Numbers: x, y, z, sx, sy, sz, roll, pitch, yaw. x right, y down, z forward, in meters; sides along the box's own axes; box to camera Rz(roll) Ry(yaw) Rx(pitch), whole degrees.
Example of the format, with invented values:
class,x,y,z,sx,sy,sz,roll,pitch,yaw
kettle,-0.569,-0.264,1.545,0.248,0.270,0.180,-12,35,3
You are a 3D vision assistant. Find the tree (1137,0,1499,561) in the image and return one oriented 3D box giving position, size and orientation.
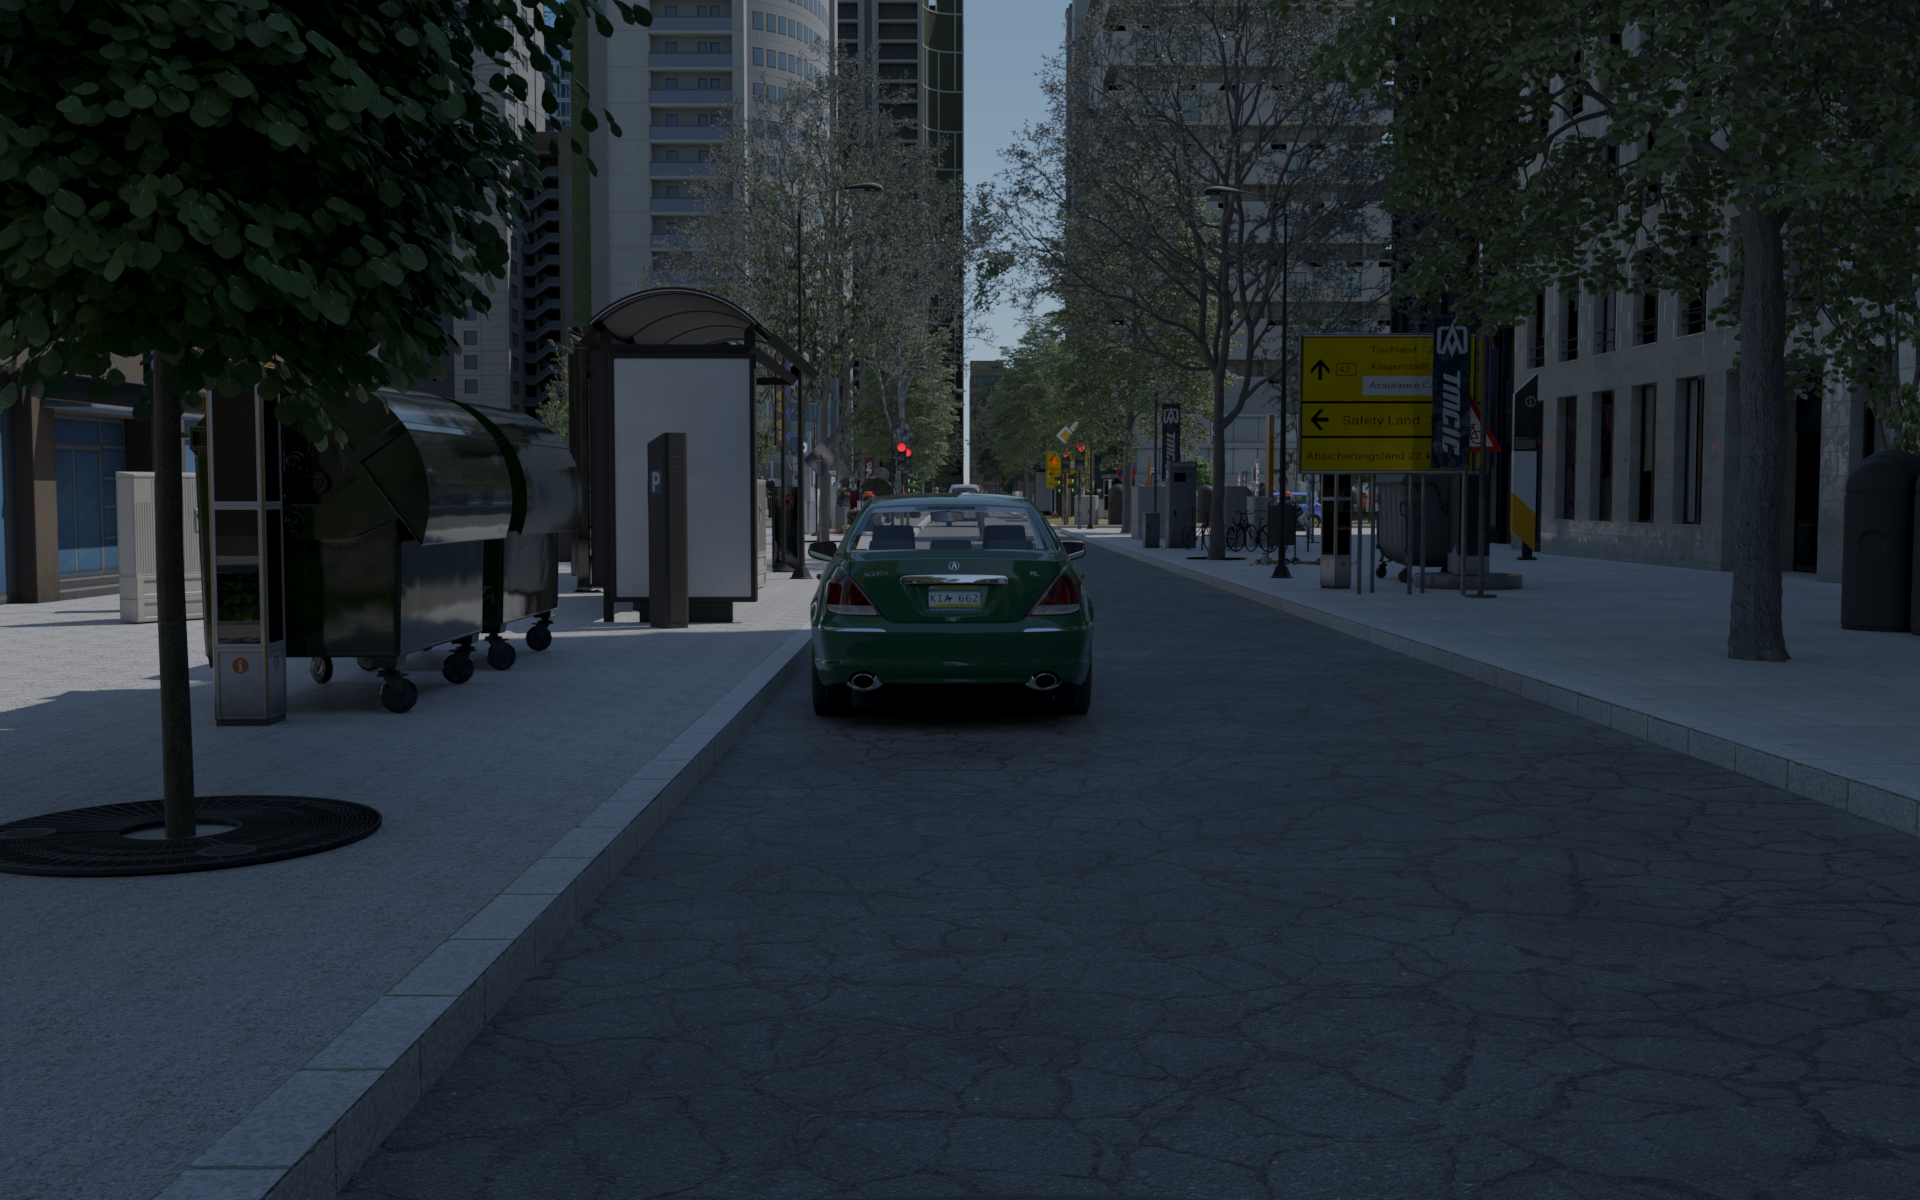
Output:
class,x,y,z,sx,sy,sz,roll,pitch,yaw
tree,5.148,-7.531,33.503,12.009,13.543,11.850,0,3,0

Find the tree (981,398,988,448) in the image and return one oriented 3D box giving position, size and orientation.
class,x,y,z,sx,sy,sz,roll,pitch,yaw
tree,5.301,-11.741,110.086,7.486,12.596,7.792,0,3,0

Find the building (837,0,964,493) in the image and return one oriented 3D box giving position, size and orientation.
class,x,y,z,sx,sy,sz,roll,pitch,yaw
building,-9.730,-49.450,246.755,20.611,71.187,20.563,0,4,0

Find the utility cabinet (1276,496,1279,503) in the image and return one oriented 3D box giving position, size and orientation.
class,x,y,z,sx,sy,sz,roll,pitch,yaw
utility cabinet,9.620,-2.619,53.979,0.306,1.237,1.020,3,5,42

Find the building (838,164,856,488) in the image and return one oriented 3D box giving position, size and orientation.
class,x,y,z,sx,sy,sz,roll,pitch,yaw
building,-24.153,-30.908,197.223,23.993,40.220,32.217,0,4,0

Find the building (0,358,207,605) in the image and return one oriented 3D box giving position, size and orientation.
class,x,y,z,sx,sy,sz,roll,pitch,yaw
building,-17.495,-22.705,21.345,14.600,45.320,14.200,0,4,0

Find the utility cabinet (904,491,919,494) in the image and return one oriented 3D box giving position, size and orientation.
class,x,y,z,sx,sy,sz,roll,pitch,yaw
utility cabinet,-3.530,-7.063,124.161,1.173,1.500,0.318,0,4,1

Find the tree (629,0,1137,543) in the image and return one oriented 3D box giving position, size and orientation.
class,x,y,z,sx,sy,sz,roll,pitch,yaw
tree,-3.513,-8.280,45.754,12.009,13.543,11.850,0,3,0

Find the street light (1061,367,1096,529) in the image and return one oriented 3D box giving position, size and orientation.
class,x,y,z,sx,sy,sz,roll,pitch,yaw
street light,4.261,-5.553,63.339,1.470,5.913,1.316,0,4,0

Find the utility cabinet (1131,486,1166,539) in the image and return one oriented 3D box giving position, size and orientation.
class,x,y,z,sx,sy,sz,roll,pitch,yaw
utility cabinet,5.382,-2.475,49.138,1.173,1.500,0.318,-3,4,-37

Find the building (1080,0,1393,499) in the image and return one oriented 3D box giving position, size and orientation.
class,x,y,z,sx,sy,sz,roll,pitch,yaw
building,27.127,-35.634,171.848,28.713,52.752,27.495,0,4,0

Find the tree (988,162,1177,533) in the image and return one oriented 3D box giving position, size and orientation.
class,x,y,z,sx,sy,sz,roll,pitch,yaw
tree,5.875,-8.497,57.055,7.486,12.596,7.792,0,3,0

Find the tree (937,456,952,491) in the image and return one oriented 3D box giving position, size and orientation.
class,x,y,z,sx,sy,sz,roll,pitch,yaw
tree,-3.140,-15.991,211.820,4.360,8.622,3.978,0,3,0

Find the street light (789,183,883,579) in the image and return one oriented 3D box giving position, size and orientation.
class,x,y,z,sx,sy,sz,roll,pitch,yaw
street light,-1.857,-3.270,26.007,1.470,5.913,1.316,0,4,0

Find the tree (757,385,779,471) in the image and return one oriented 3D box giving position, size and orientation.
class,x,y,z,sx,sy,sz,roll,pitch,yaw
tree,-13.289,-9.834,111.143,4.737,8.622,4.395,0,3,0

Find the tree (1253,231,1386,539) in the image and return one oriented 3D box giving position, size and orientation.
class,x,y,z,sx,sy,sz,roll,pitch,yaw
tree,10.043,-6.039,49.107,4.360,8.622,3.978,0,3,0

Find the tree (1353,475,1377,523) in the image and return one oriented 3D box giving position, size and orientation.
class,x,y,z,sx,sy,sz,roll,pitch,yaw
tree,18.024,-5.642,75.960,4.285,4.588,4.351,0,3,0

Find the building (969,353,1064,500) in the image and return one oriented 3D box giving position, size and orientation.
class,x,y,z,sx,sy,sz,roll,pitch,yaw
building,15.902,-24.864,251.569,28.899,21.520,27.650,0,4,0

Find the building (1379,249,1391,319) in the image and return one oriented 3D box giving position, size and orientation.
class,x,y,z,sx,sy,sz,roll,pitch,yaw
building,49.331,-26.699,208.225,14.107,30.474,14.160,0,4,0

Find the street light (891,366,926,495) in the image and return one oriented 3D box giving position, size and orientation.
class,x,y,z,sx,sy,sz,roll,pitch,yaw
street light,-1.917,-5.536,63.053,1.470,5.913,1.316,0,4,0

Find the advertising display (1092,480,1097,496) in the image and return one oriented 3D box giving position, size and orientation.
class,x,y,z,sx,sy,sz,roll,pitch,yaw
advertising display,6.190,-4.594,80.319,0.123,1.923,0.974,0,4,-7

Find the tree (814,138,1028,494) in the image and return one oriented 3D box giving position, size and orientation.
class,x,y,z,sx,sy,sz,roll,pitch,yaw
tree,-2.421,-14.333,90.231,12.611,20.169,13.585,0,3,0

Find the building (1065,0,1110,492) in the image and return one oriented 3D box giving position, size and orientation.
class,x,y,z,sx,sy,sz,roll,pitch,yaw
building,22.623,-40.211,199.455,21.231,58.520,28.212,0,4,0

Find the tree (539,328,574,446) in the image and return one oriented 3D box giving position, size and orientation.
class,x,y,z,sx,sy,sz,roll,pitch,yaw
tree,-16.302,-7.710,76.420,4.737,8.622,4.395,0,3,0

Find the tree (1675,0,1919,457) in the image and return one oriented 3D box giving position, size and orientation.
class,x,y,z,sx,sy,sz,roll,pitch,yaw
tree,10.542,-4.252,19.880,4.737,8.622,4.395,0,3,0

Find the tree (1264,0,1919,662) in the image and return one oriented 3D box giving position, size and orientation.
class,x,y,z,sx,sy,sz,roll,pitch,yaw
tree,5.798,-5.805,13.034,7.486,12.596,7.792,0,3,0

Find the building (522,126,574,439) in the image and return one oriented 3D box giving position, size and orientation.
class,x,y,z,sx,sy,sz,roll,pitch,yaw
building,-43.289,-34.028,206.463,14.200,45.320,14.600,0,4,0

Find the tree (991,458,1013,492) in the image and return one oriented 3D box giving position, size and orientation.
class,x,y,z,sx,sy,sz,roll,pitch,yaw
tree,5.067,-15.483,203.511,4.360,8.622,3.978,0,3,0

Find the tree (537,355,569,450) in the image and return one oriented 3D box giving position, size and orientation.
class,x,y,z,sx,sy,sz,roll,pitch,yaw
tree,-20.015,-8.598,90.947,4.360,8.622,3.978,0,3,0

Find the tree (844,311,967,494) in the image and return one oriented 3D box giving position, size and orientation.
class,x,y,z,sx,sy,sz,roll,pitch,yaw
tree,-3.346,-11.447,105.281,7.486,12.596,7.792,0,3,0

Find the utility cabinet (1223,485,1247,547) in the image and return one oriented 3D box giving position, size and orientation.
class,x,y,z,sx,sy,sz,roll,pitch,yaw
utility cabinet,6.598,-2.039,42.015,0.318,1.500,1.173,2,4,33

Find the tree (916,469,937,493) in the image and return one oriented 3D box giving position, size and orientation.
class,x,y,z,sx,sy,sz,roll,pitch,yaw
tree,-3.755,-10.977,163.190,4.285,4.588,4.351,0,3,0

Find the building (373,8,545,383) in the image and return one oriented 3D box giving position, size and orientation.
class,x,y,z,sx,sy,sz,roll,pitch,yaw
building,-60.683,-46.772,202.971,20.611,71.187,20.563,0,4,0

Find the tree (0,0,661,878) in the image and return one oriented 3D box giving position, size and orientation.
class,x,y,z,sx,sy,sz,roll,pitch,yaw
tree,-2.842,-1.387,6.384,4.285,4.588,4.351,0,3,0

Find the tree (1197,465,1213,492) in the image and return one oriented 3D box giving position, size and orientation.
class,x,y,z,sx,sy,sz,roll,pitch,yaw
tree,16.601,-7.517,117.497,1.663,3.219,1.824,0,3,0

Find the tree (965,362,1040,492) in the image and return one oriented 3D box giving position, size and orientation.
class,x,y,z,sx,sy,sz,roll,pitch,yaw
tree,5.347,-15.805,165.060,9.857,13.997,8.962,0,3,0

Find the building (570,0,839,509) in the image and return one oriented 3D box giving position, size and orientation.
class,x,y,z,sx,sy,sz,roll,pitch,yaw
building,-22.629,-37.767,159.492,21.231,58.520,28.212,0,4,0

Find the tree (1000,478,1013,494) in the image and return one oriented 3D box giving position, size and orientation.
class,x,y,z,sx,sy,sz,roll,pitch,yaw
tree,5.196,-11.137,176.698,1.663,3.219,1.824,0,3,0

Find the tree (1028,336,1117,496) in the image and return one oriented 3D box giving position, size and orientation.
class,x,y,z,sx,sy,sz,roll,pitch,yaw
tree,5.271,-7.739,76.891,4.737,8.622,4.395,0,3,0

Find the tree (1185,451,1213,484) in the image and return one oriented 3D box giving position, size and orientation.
class,x,y,z,sx,sy,sz,roll,pitch,yaw
tree,17.808,-8.902,129.269,4.285,4.588,4.351,0,3,0

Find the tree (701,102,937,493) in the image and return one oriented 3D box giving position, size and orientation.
class,x,y,z,sx,sy,sz,roll,pitch,yaw
tree,-3.122,-5.084,33.487,4.360,8.622,3.978,0,3,0

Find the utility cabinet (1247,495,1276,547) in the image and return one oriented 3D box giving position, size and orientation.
class,x,y,z,sx,sy,sz,roll,pitch,yaw
utility cabinet,7.312,-1.906,42.324,0.306,1.237,1.020,-1,4,-12

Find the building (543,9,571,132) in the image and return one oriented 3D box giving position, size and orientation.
class,x,y,z,sx,sy,sz,roll,pitch,yaw
building,-64.136,-57.137,246.859,31.000,86.520,22.319,0,4,0

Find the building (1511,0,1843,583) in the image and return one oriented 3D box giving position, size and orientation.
class,x,y,z,sx,sy,sz,roll,pitch,yaw
building,17.786,-10.749,30.491,10.420,20.320,16.860,0,4,0

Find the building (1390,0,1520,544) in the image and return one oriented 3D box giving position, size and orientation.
class,x,y,z,sx,sy,sz,roll,pitch,yaw
building,19.901,-13.298,47.100,12.332,23.373,15.834,0,4,0

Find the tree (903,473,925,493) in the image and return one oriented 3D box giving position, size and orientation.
class,x,y,z,sx,sy,sz,roll,pitch,yaw
tree,-3.239,-7.770,121.641,1.663,3.219,1.824,0,3,0

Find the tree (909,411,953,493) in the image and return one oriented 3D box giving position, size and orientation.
class,x,y,z,sx,sy,sz,roll,pitch,yaw
tree,-2.972,-11.991,146.408,4.737,8.622,4.395,0,3,0

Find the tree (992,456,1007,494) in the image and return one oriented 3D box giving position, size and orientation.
class,x,y,z,sx,sy,sz,roll,pitch,yaw
tree,4.654,-14.258,183.487,4.737,8.622,4.395,0,3,0
